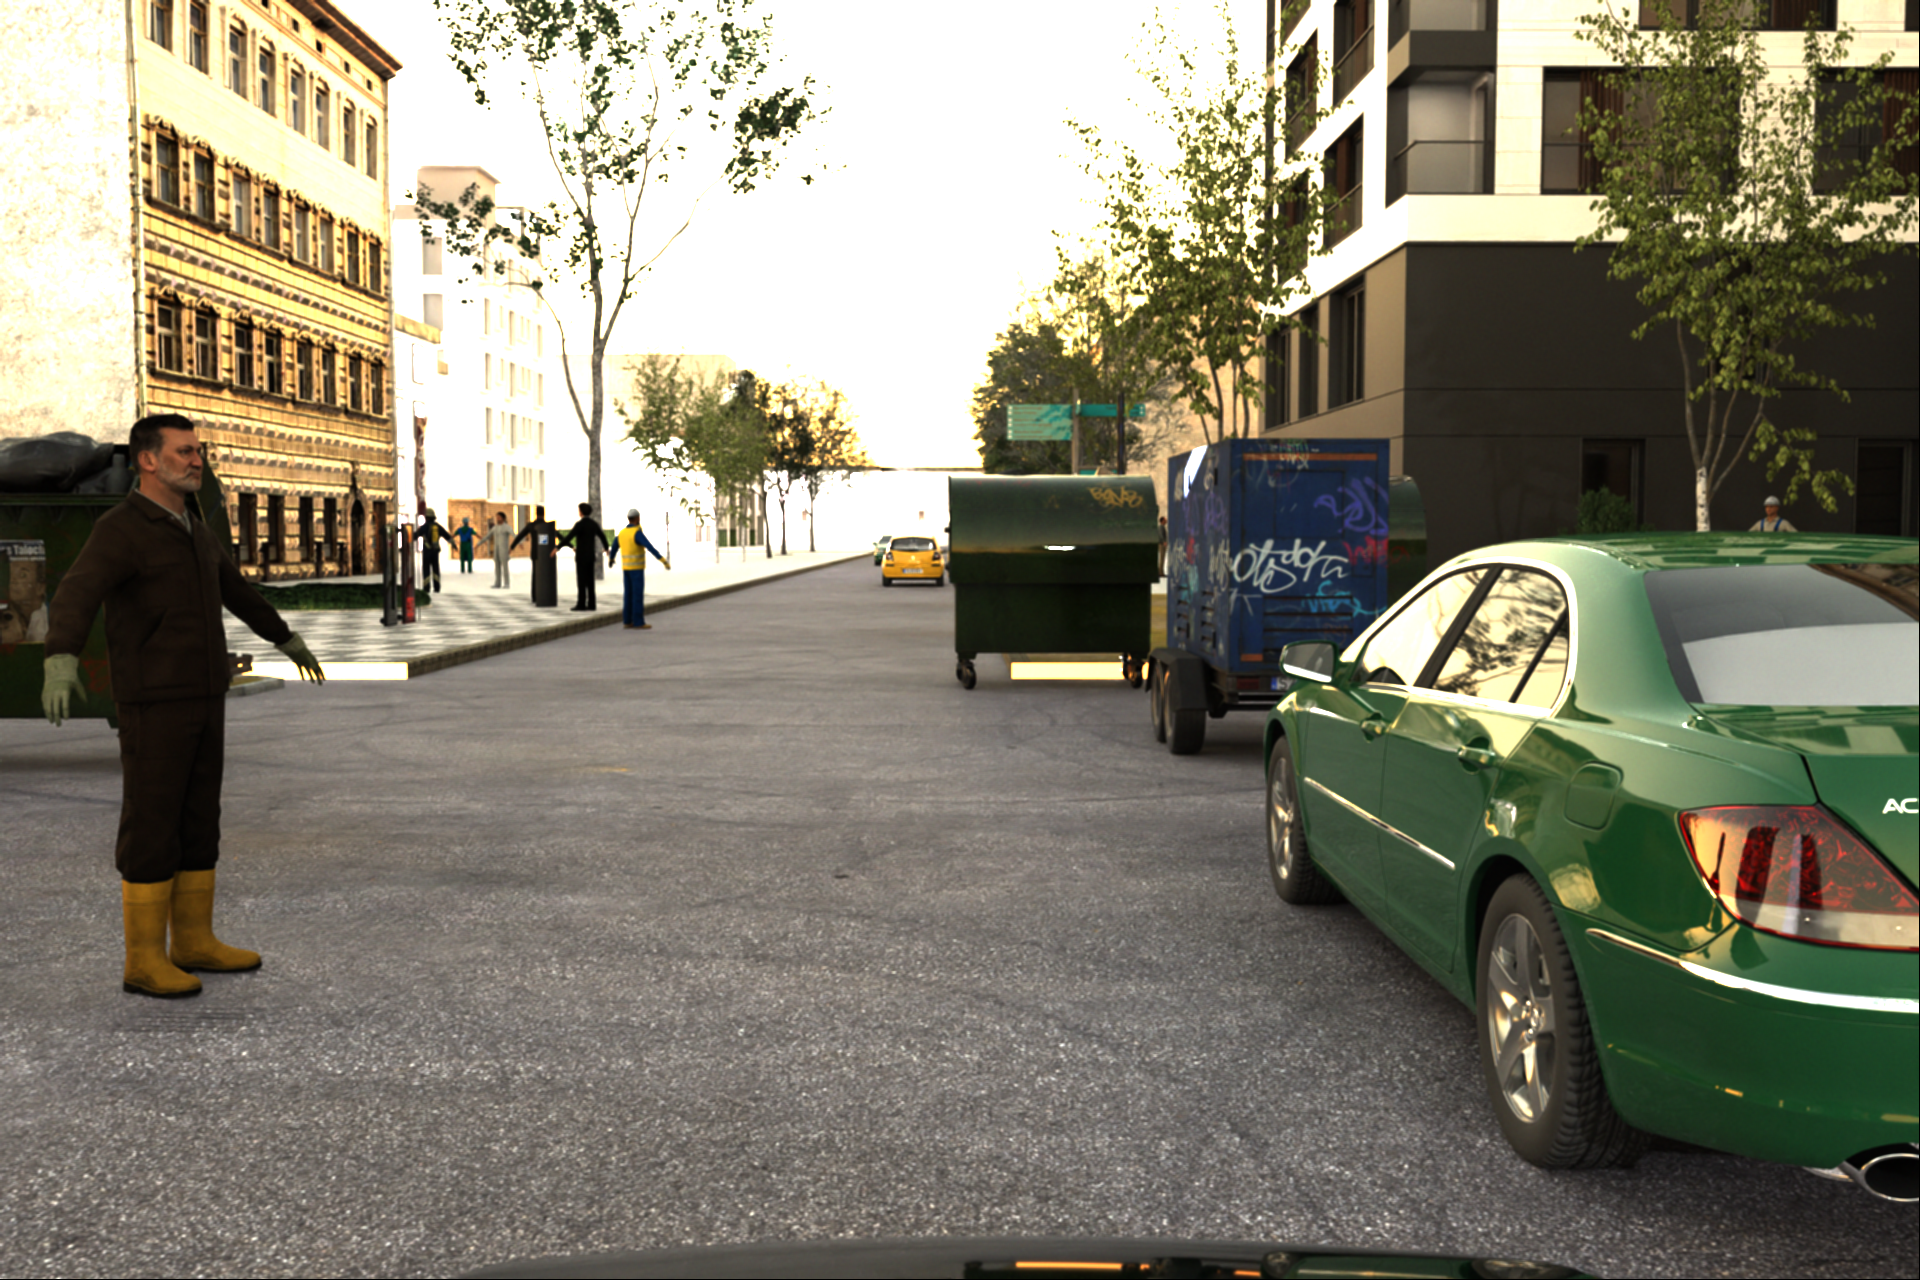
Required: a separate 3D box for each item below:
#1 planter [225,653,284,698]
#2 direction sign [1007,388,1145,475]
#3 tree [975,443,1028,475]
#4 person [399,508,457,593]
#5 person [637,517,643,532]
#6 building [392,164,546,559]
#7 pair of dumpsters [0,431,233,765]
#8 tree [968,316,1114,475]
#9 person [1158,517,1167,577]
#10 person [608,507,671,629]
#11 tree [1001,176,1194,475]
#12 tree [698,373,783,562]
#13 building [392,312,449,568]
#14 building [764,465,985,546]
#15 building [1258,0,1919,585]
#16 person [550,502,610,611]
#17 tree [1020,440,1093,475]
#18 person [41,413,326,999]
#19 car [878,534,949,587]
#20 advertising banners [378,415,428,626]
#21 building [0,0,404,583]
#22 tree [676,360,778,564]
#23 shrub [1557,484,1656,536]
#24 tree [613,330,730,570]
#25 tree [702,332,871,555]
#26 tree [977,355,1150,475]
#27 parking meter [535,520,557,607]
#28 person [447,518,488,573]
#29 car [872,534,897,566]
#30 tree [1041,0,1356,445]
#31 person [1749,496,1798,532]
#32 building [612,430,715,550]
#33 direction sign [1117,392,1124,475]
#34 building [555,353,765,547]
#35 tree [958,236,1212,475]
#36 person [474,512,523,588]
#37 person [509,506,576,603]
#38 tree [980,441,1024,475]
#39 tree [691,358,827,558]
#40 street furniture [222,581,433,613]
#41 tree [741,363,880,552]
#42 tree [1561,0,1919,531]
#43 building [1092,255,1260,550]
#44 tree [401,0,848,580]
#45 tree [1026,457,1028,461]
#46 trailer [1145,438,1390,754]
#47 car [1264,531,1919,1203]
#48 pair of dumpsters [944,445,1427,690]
[{"bbox_3d":[-7.308,0.333,15.699,1.991,0.319,1.994,0,4,0],"label":"planter"},{"bbox_3d":[2.119,-2.600,31.280,2.525,3.948,1.411,0,4,1],"label":"direction sign"},{"bbox_3d":[5.079,-10.643,108.424,8.767,10.594,7.601,0,4,3],"label":"tree"},{"bbox_3d":[-11.604,-1.966,37.927,1.354,1.856,0.705,-3,5,-43],"label":"person"},{"bbox_3d":[-9.382,-2.706,50.217,0.705,1.833,1.349,-1,4,-10],"label":"person"},{"bbox_3d":[-29.519,-14.289,90.045,16.016,20.090,11.380,0,4,-1],"label":"building"},{"bbox_3d":[-6.995,-0.354,10.735,4.436,2.255,1.574,0,4,-1],"label":"pair of dumpsters"},{"bbox_3d":[4.891,-11.811,99.764,9.857,13.997,8.962,0,3,0],"label":"tree"},{"bbox_3d":[6.047,-2.764,51.460,0.705,1.796,1.348,0,4,7],"label":"person"},{"bbox_3d":[-4.921,-1.090,26.250,1.349,1.833,0.705,3,4,39],"label":"person"},{"bbox_3d":[3.352,-5.179,35.040,4.360,8.622,3.978,0,3,0],"label":"tree"},{"bbox_3d":[-9.914,-7.886,79.292,4.360,8.622,3.978,0,3,0],"label":"tree"},{"bbox_3d":[-25.863,-7.899,71.293,9.099,9.664,28.070,0,4,0],"label":"building"},{"bbox_3d":[-9.684,-16.374,212.311,28.070,9.664,9.099,0,4,1],"label":"building"},{"bbox_3d":[21.547,-12.387,46.507,27.936,21.610,32.646,0,4,-1],"label":"building"},{"bbox_3d":[-6.283,-1.391,28.936,0.705,1.806,1.347,2,4,31],"label":"person"},{"bbox_3d":[4.922,-8.591,90.822,4.737,8.622,4.395,0,3,0],"label":"tree"},{"bbox_3d":[-2.479,0.189,5.504,0.704,1.812,1.346,1,4,11],"label":"person"},{"bbox_3d":[-1.302,-2.344,48.549,2.015,1.641,3.980,0,4,-1],"label":"car"},{"bbox_3d":[-7.963,-1.756,24.899,0.090,3.025,2.074,0,4,1],"label":"advertising banners"},{"bbox_3d":[-27.500,-13.203,46.804,19.493,23.208,18.063,0,4,-1],"label":"building"},{"bbox_3d":[-10.191,-7.534,73.540,4.737,8.622,4.395,0,3,0],"label":"tree"},{"bbox_3d":[10.016,-1.406,27.033,1.661,2.075,1.752,0,3,0],"label":"shrub"},{"bbox_3d":[-10.433,-6.827,61.979,4.737,8.622,4.395,0,3,0],"label":"tree"},{"bbox_3d":[-10.802,-11.945,105.668,12.009,13.543,11.850,0,3,0],"label":"tree"},{"bbox_3d":[5.046,-9.169,84.323,8.767,10.594,7.601,0,4,1],"label":"tree"},{"bbox_3d":[-7.324,-1.359,30.636,0.372,1.533,0.369,0,3,0],"label":"parking meter"},{"bbox_3d":[-16.139,-3.090,56.648,1.347,1.817,0.704,0,4,4],"label":"person"},{"bbox_3d":[-2.984,-4.187,80.249,2.131,1.459,4.920,0,4,0],"label":"car"},{"bbox_3d":[3.357,-4.438,22.921,4.737,8.622,4.395,0,3,0],"label":"tree"},{"bbox_3d":[12.179,-1.235,26.044,0.705,1.847,1.347,-3,5,-42],"label":"person"},{"bbox_3d":[-26.213,-12.936,153.651,9.099,9.664,28.070,0,4,-1],"label":"building"},{"bbox_3d":[2.600,-2.212,28.160,0.379,3.537,0.876,0,4,0],"label":"direction sign"},{"bbox_3d":[-31.176,-19.510,185.453,16.747,18.905,31.486,0,4,0],"label":"building"},{"bbox_3d":[5.010,-9.788,70.400,12.009,13.543,11.850,0,3,0],"label":"tree"},{"bbox_3d":[-10.909,-2.137,41.127,1.347,1.806,0.705,1,4,20],"label":"person"},{"bbox_3d":[-7.823,-1.599,32.372,1.346,1.802,0.704,1,4,9],"label":"person"},{"bbox_3d":[4.534,-11.549,123.243,7.601,10.594,8.767,0,4,6],"label":"tree"},{"bbox_3d":[-10.534,-9.667,92.460,7.601,10.594,8.767,1,4,9],"label":"tree"},{"bbox_3d":[-14.377,-0.941,31.015,10.072,0.657,5.734,3,5,40],"label":"street furniture"},{"bbox_3d":[-10.684,-13.031,123.427,12.009,13.543,11.850,0,3,0],"label":"tree"},{"bbox_3d":[8.719,-4.246,19.785,4.737,8.622,4.395,0,3,0],"label":"tree"},{"bbox_3d":[20.246,-19.218,145.147,19.493,23.208,18.063,0,4,-1],"label":"building"},{"bbox_3d":[-9.563,-11.828,49.285,12.611,20.169,13.585,0,3,0],"label":"tree"},{"bbox_3d":[5.104,-10.161,116.495,4.360,8.622,3.978,0,3,0],"label":"tree"},{"bbox_3d":[2.050,-0.322,12.309,1.471,1.999,3.904,0,4,-1],"label":"trailer"},{"bbox_3d":[2.166,0.395,5.344,2.131,1.459,4.920,0,4,-1],"label":"car"},{"bbox_3d":[2.070,-0.705,16.475,4.436,2.255,1.574,0,4,-1],"label":"pair of dumpsters"}]
